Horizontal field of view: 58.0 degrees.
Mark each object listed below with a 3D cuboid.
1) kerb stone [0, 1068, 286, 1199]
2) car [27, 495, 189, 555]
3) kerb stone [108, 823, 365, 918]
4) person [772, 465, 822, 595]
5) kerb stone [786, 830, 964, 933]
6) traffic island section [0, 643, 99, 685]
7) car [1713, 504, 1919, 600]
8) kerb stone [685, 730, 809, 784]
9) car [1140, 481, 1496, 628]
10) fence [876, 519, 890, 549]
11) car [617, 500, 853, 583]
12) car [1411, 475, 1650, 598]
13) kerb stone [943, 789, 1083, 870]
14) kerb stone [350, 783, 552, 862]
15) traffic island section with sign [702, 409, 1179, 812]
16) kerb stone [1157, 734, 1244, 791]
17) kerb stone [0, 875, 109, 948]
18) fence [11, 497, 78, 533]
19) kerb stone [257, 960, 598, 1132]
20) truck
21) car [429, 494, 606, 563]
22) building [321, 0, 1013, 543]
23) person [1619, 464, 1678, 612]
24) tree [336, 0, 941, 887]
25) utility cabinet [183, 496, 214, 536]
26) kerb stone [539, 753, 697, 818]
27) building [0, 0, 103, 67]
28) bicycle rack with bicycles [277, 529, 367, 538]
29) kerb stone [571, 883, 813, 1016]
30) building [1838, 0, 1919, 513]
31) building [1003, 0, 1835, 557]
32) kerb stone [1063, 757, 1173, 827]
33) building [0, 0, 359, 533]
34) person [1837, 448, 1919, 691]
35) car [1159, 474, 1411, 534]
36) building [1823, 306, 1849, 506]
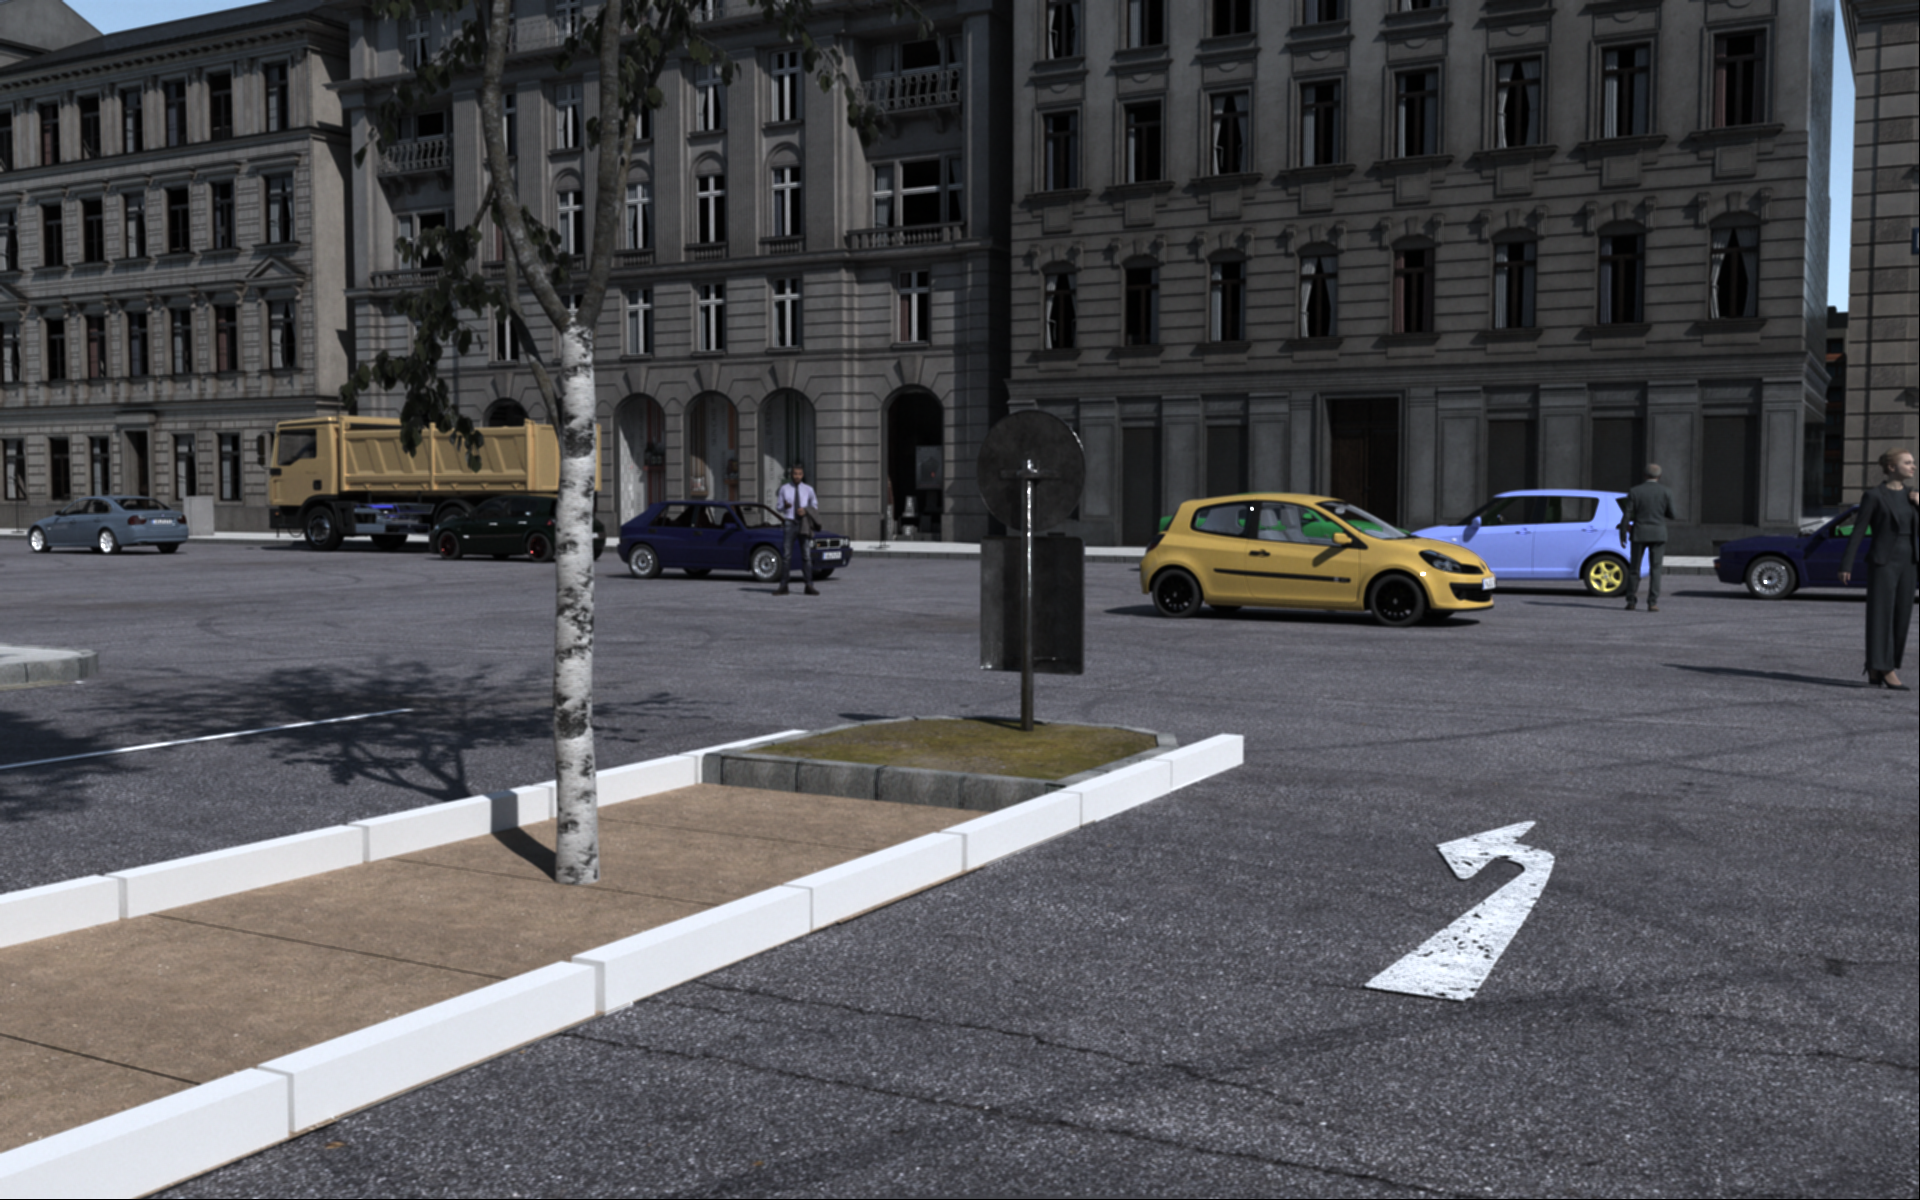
[{"bbox_3d":[-1.781,1.151,3.421,0.120,0.150,1.000,2,4,29],"label":"kerb stone"},{"bbox_3d":[-20.691,-1.835,42.011,4.499,1.417,2.014,2,4,30],"label":"car"},{"bbox_3d":[-2.597,0.977,6.266,0.120,0.150,1.000,2,4,29],"label":"kerb stone"},{"bbox_3d":[-2.297,-0.983,24.439,0.709,1.838,0.599,-1,4,-10],"label":"person"},{"bbox_3d":[-0.289,0.985,6.116,0.120,0.150,1.000,2,4,29],"label":"kerb stone"},{"bbox_3d":[-8.129,0.559,13.142,2.009,0.180,2.903,2,4,29],"label":"traffic island section"},{"bbox_3d":[12.354,-0.663,23.421,3.894,1.354,1.945,2,4,30],"label":"car"},{"bbox_3d":[-1.094,0.810,8.969,0.120,0.150,1.000,2,4,29],"label":"kerb stone"},{"bbox_3d":[4.082,-0.591,19.879,3.980,1.641,2.015,2,4,31],"label":"car"},{"bbox_3d":[-1.839,-1.580,41.216,0.278,0.683,2.069,0,3,0],"label":"fence"},{"bbox_3d":[-3.799,-1.016,29.187,3.894,1.354,1.945,2,4,28],"label":"car"},{"bbox_3d":[8.175,-0.956,25.223,3.694,1.707,1.945,2,4,27],"label":"car"},{"bbox_3d":[0.218,0.929,7.007,0.120,0.150,1.000,2,4,29],"label":"kerb stone"},{"bbox_3d":[-2.092,0.919,7.162,0.120,0.150,1.000,2,4,29],"label":"kerb stone"},{"bbox_3d":[0.081,-0.044,8.857,2.006,1.907,1.989,2,4,29],"label":"traffic island section with sign"},{"bbox_3d":[1.212,0.819,8.804,0.120,0.150,1.000,2,4,29],"label":"kerb stone"},{"bbox_3d":[-3.104,1.029,5.374,0.120,0.150,1.000,2,4,29],"label":"kerb stone"},{"bbox_3d":[-30.571,-2.866,58.054,0.480,1.192,2.264,2,4,31],"label":"fence"},{"bbox_3d":[-1.292,1.100,4.323,0.120,0.150,1.000,2,4,29],"label":"kerb stone"},{"bbox_3d":[-13.446,-2.874,42.912,9.791,3.379,3.469,2,4,28],"label":"truck"},{"bbox_3d":[-9.571,-1.691,37.440,4.222,1.686,2.009,2,4,30],"label":"car"},{"bbox_3d":[-6.495,-13.034,54.908,24.055,21.916,13.314,2,4,29],"label":"building"},{"bbox_3d":[8.457,-0.772,21.303,0.661,1.801,0.590,1,4,17],"label":"person"},{"bbox_3d":[-1.307,-3.273,6.336,4.360,8.622,3.978,0,3,0],"label":"tree"},{"bbox_3d":[-23.269,-2.555,52.928,0.306,1.237,1.020,1,4,16],"label":"utility cabinet"},{"bbox_3d":[-1.595,0.867,8.074,0.120,0.150,1.000,2,4,29],"label":"kerb stone"},{"bbox_3d":[-43.163,-13.661,72.507,18.267,20.994,9.793,2,4,29],"label":"building"},{"bbox_3d":[-18.817,-2.343,51.694,2.852,0.926,2.925,1,4,19],"label":"bicycle rack with bicycles"},{"bbox_3d":[-0.783,1.038,5.216,0.120,0.150,1.000,2,4,29],"label":"kerb stone"},{"bbox_3d":[30.935,-14.415,32.956,25.104,27.353,12.463,2,4,29],"label":"building"},{"bbox_3d":[11.234,-11.815,42.326,18.267,20.994,9.793,2,4,29],"label":"building"},{"bbox_3d":[0.716,0.874,7.905,0.120,0.150,1.000,2,4,29],"label":"kerb stone"},{"bbox_3d":[-26.412,-12.198,64.068,19.286,19.102,10.561,2,4,29],"label":"building"},{"bbox_3d":[6.831,-0.238,12.806,0.576,1.772,0.534,-2,4,-29],"label":"person"},{"bbox_3d":[5.878,-1.371,31.212,4.718,1.807,1.959,2,4,29],"label":"car"},{"bbox_3d":[93.633,-21.087,189.804,28.899,21.520,27.650,2,4,29],"label":"building"}]
